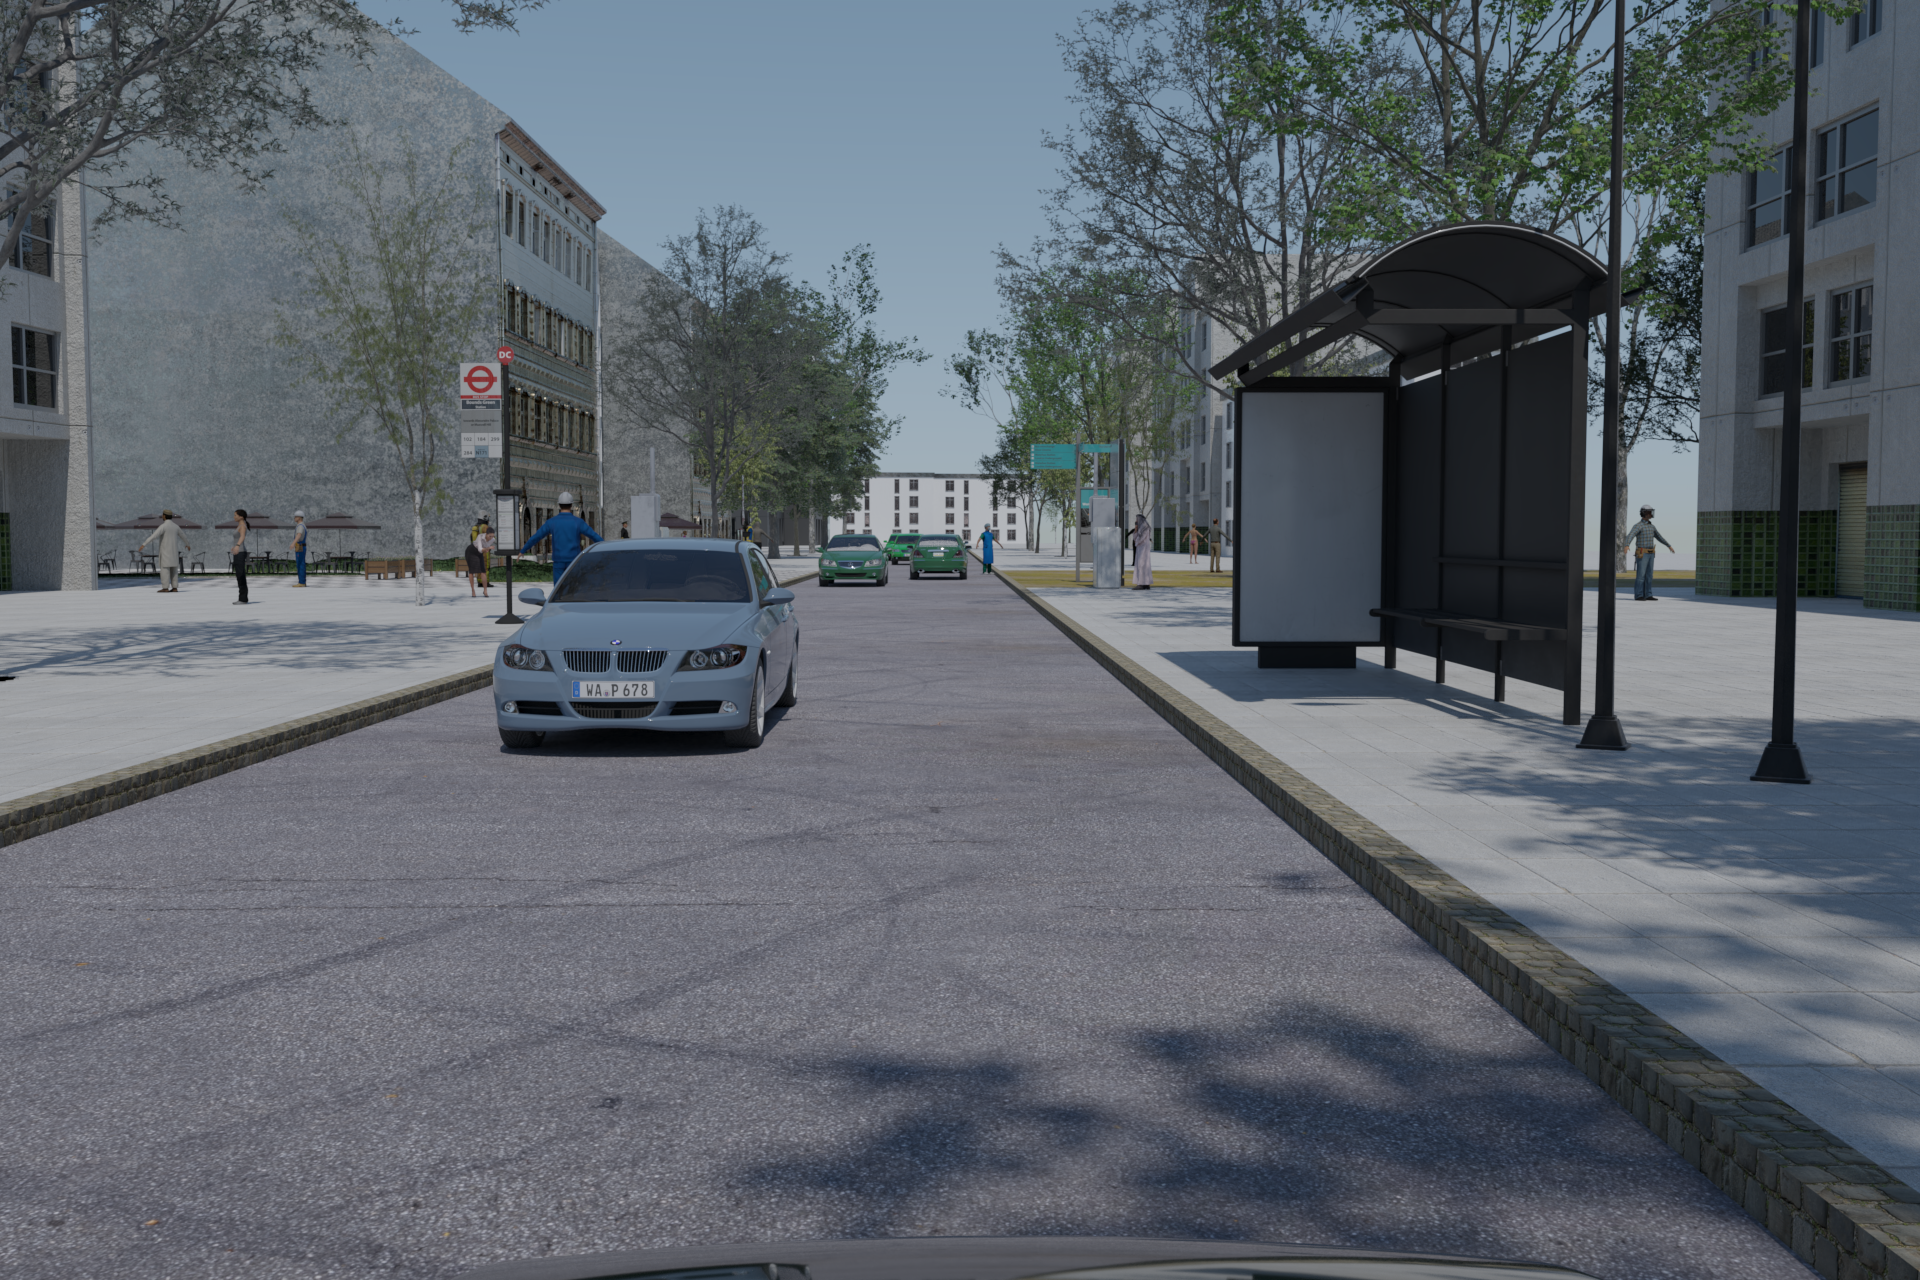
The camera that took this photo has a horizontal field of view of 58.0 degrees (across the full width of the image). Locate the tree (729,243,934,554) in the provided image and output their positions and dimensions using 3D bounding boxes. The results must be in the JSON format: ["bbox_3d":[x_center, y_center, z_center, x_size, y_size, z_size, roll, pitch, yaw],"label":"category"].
[{"bbox_3d":[-8.484,-15.681,112.275,12.611,20.169,13.585,0,3,0],"label":"tree"}]

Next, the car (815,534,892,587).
[{"bbox_3d":[-2.965,-2.260,48.746,2.131,1.459,4.920,0,4,-1],"label":"car"}]

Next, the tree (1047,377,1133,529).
[{"bbox_3d":[6.004,-7.769,77.386,4.737,8.622,4.395,0,3,0],"label":"tree"}]

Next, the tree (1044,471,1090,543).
[{"bbox_3d":[15.047,-19.178,239.313,9.928,11.665,9.643,0,3,0],"label":"tree"}]

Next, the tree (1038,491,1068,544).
[{"bbox_3d":[13.059,-17.225,231.986,4.360,8.622,3.978,0,3,0],"label":"tree"}]

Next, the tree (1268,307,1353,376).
[{"bbox_3d":[11.058,-6.448,55.788,4.737,8.622,4.395,0,3,0],"label":"tree"}]

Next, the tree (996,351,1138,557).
[{"bbox_3d":[6.037,-10.473,96.981,9.928,11.665,9.643,0,3,0],"label":"tree"}]

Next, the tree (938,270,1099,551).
[{"bbox_3d":[4.758,-16.595,127.210,12.611,20.169,13.585,0,3,0],"label":"tree"}]

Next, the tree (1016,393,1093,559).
[{"bbox_3d":[5.255,-8.470,88.850,4.737,8.622,4.395,0,3,0],"label":"tree"}]

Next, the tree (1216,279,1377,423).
[{"bbox_3d":[9.155,-5.999,48.452,4.737,8.622,4.395,0,3,0],"label":"tree"}]

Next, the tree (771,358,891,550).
[{"bbox_3d":[-9.978,-13.436,126.331,9.857,13.997,8.962,0,3,0],"label":"tree"}]

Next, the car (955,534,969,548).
[{"bbox_3d":[-0.617,-4.670,88.160,2.131,1.459,4.920,0,3,0],"label":"car"}]

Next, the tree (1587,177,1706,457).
[{"bbox_3d":[19.082,-6.694,43.853,7.601,10.594,8.767,1,4,8],"label":"tree"}]

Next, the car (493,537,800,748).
[{"bbox_3d":[-2.216,-0.070,13.144,2.014,1.417,4.499,0,4,-1],"label":"car"}]

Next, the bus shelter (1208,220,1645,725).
[{"bbox_3d":[3.394,-1.227,13.978,2.014,3.302,5.546,0,3,0],"label":"bus shelter"}]

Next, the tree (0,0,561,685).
[{"bbox_3d":[-8.626,-6.367,14.463,12.009,13.543,11.850,0,3,0],"label":"tree"}]

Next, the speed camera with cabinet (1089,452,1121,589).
[{"bbox_3d":[3.477,-2.877,41.369,0.660,3.252,2.038,0,3,0],"label":"speed camera with cabinet"}]

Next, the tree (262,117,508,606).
[{"bbox_3d":[-9.479,-4.922,30.835,4.360,8.622,3.978,0,3,0],"label":"tree"}]

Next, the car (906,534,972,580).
[{"bbox_3d":[-0.674,-2.689,55.760,2.131,1.459,4.920,0,4,0],"label":"car"}]

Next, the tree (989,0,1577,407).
[{"bbox_3d":[6.054,-7.462,32.367,12.009,13.543,11.850,0,3,0],"label":"tree"}]

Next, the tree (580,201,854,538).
[{"bbox_3d":[-8.939,-9.369,63.548,12.009,13.543,11.850,0,3,0],"label":"tree"}]

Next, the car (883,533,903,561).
[{"bbox_3d":[-3.128,-5.176,93.431,1.959,1.807,4.718,0,3,0],"label":"car"}]

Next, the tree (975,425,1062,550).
[{"bbox_3d":[5.359,-12.784,143.434,7.601,10.594,8.767,2,4,29],"label":"tree"}]

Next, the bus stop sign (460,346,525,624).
[{"bbox_3d":[-6.670,-2.201,24.694,0.855,3.939,0.416,0,4,1],"label":"bus stop sign"}]

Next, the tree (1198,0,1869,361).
[{"bbox_3d":[6.429,-5.800,20.593,9.928,11.665,9.643,0,3,0],"label":"tree"}]

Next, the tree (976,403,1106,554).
[{"bbox_3d":[5.191,-10.970,113.766,8.767,10.594,7.601,-1,4,-21],"label":"tree"}]

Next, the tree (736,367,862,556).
[{"bbox_3d":[-9.454,-10.704,100.763,9.928,11.665,9.643,0,3,0],"label":"tree"}]

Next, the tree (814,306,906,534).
[{"bbox_3d":[-10.744,-17.781,146.608,12.611,20.169,13.585,0,3,0],"label":"tree"}]

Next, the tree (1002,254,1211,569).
[{"bbox_3d":[5.402,-8.443,63.795,9.928,11.665,9.643,0,3,0],"label":"tree"}]

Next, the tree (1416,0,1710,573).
[{"bbox_3d":[20.966,-12.209,55.514,12.611,20.169,13.585,0,3,0],"label":"tree"}]

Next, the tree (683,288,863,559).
[{"bbox_3d":[-9.606,-11.108,88.269,9.857,13.997,8.962,0,3,0],"label":"tree"}]

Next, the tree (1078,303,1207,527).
[{"bbox_3d":[5.810,-6.389,54.821,4.360,8.622,3.978,0,3,0],"label":"tree"}]

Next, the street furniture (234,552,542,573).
[{"bbox_3d":[-19.267,-2.679,59.421,10.072,0.657,5.734,0,4,-7],"label":"street furniture"}]

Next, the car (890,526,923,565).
[{"bbox_3d":[-2.309,-4.447,81.503,1.959,1.807,4.718,0,4,0],"label":"car"}]

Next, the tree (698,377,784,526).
[{"bbox_3d":[-9.805,-7.877,79.150,4.737,8.622,4.395,0,3,0],"label":"tree"}]

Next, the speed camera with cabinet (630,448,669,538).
[{"bbox_3d":[-7.237,-2.819,40.419,0.660,3.252,2.038,0,4,-1],"label":"speed camera with cabinet"}]

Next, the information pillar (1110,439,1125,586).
[{"bbox_3d":[3.945,-3.187,43.429,0.184,3.620,1.656,0,4,-2],"label":"information pillar"}]
